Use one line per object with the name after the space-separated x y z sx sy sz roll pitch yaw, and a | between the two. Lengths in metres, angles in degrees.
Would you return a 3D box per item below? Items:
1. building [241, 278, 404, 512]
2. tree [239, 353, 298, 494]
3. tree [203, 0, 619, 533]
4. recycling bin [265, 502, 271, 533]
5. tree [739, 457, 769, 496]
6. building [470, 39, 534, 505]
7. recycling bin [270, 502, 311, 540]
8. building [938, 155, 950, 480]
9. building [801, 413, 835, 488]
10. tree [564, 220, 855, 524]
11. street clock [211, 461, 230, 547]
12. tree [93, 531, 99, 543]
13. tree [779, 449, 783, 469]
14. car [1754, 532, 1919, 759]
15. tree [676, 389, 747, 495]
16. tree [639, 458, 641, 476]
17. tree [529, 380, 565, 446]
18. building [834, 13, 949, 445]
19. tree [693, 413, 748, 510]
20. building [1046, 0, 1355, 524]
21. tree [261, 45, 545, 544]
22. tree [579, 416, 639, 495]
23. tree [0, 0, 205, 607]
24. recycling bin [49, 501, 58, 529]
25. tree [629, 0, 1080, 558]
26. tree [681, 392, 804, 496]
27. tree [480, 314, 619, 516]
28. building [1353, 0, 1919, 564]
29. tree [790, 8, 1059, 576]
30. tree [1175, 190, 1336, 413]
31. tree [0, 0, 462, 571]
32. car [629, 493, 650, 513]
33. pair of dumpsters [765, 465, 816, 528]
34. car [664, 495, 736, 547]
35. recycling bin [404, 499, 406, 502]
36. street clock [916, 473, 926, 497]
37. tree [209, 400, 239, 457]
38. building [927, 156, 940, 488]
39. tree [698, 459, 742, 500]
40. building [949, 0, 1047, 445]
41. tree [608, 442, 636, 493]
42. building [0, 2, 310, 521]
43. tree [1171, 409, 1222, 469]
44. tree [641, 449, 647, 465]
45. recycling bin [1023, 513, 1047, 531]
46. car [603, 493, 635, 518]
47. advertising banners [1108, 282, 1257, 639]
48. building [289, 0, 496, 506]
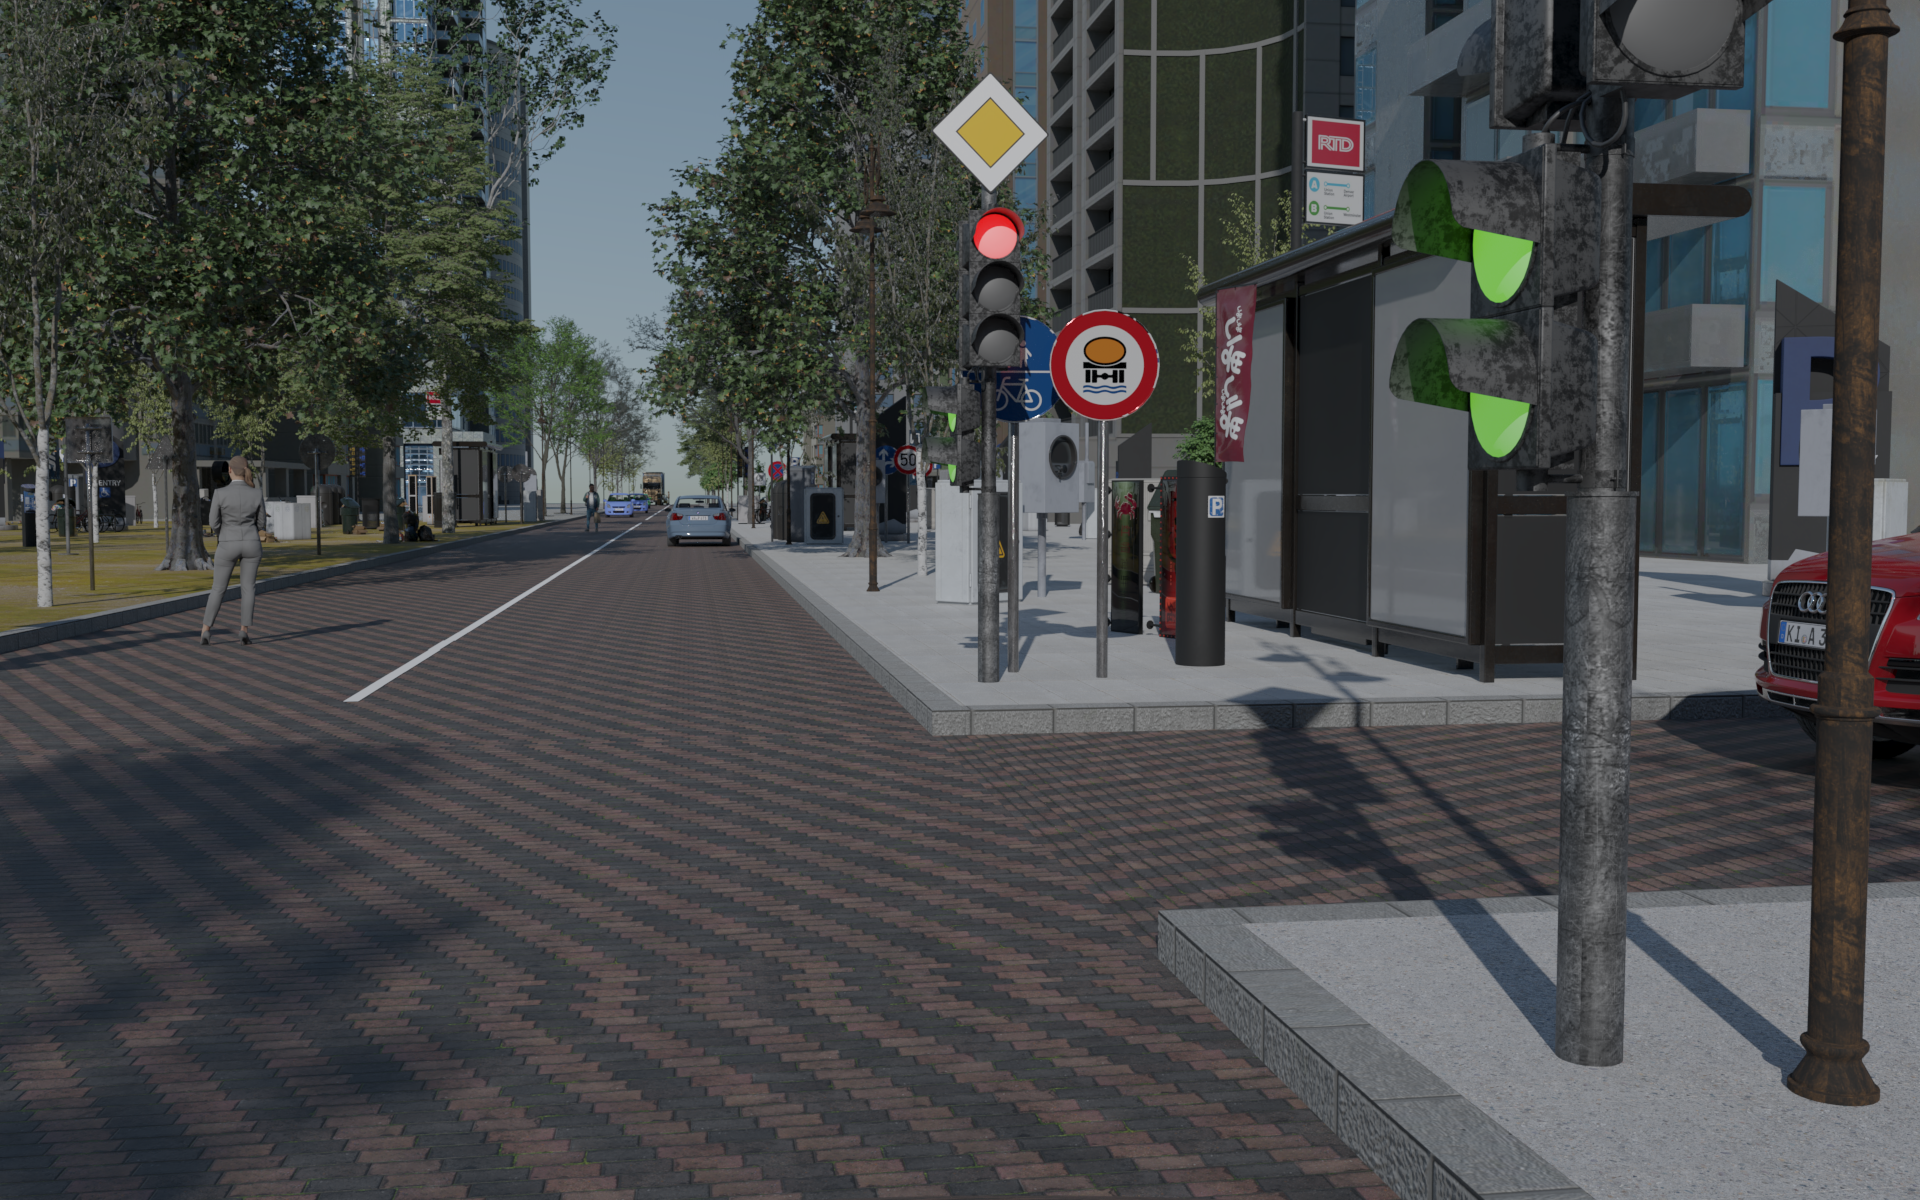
-54.788 -16.708 118.215 27.650 21.520 28.899 -1 4 -9 | building
-29.831 -7.508 73.118 4.737 8.622 4.395 0 3 0 | tree
-18.285 -12.298 56.962 12.611 20.169 13.585 0 3 0 | tree
-22.599 -2.739 57.344 0.722 1.027 0.722 0 4 -8 | recycling bin
-10.292 -5.763 88.823 1.663 3.219 1.824 0 3 0 | tree
-66.662 -41.508 220.662 21.231 58.520 28.212 -1 4 -9 | building
-18.815 -2.218 48.821 0.722 1.027 0.722 2 4 24 | recycling bin
5.230 -21.254 119.212 14.160 30.474 14.107 -1 4 -9 | building
-6.665 -23.786 233.946 27.650 21.520 28.899 -1 4 -9 | building
-9.030 -9.983 73.593 12.009 13.543 11.850 0 3 0 | tree
-16.052 -2.024 37.658 0.358 2.002 0.471 0 4 -1 | street clock
-23.075 -5.835 45.765 4.737 8.622 4.395 0 3 0 | tree
-5.465 -6.429 55.475 4.360 8.622 3.978 0 3 0 | tree
6.736 -0.014 8.908 5.304 1.827 2.281 -1 4 -10 | car
-24.402 -15.486 171.317 7.486 12.596 7.792 0 3 0 | tree
-36.633 -14.043 179.959 4.737 8.622 4.395 0 3 0 | tree
-28.833 -13.847 136.764 12.009 13.543 11.850 0 3 0 | tree
-4.219 -40.462 203.556 21.231 58.520 28.212 -1 4 -9 | building
-16.882 -10.666 124.750 4.737 8.622 4.395 0 3 0 | tree
13.908 -39.140 78.184 20.563 71.187 20.611 -1 4 -9 | building
-14.391 -7.718 44.316 7.486 12.596 7.792 0 3 0 | tree
-32.139 -12.462 154.112 4.737 8.622 4.395 0 3 0 | tree
-10.666 -4.232 19.562 4.360 8.622 3.978 0 3 0 | tree
-34.000 -3.163 64.272 0.722 1.027 0.722 1 4 16 | recycling bin
-2.036 -7.218 35.026 9.611 12.733 9.660 0 3 0 | tree
-13.584 -10.817 111.268 8.767 10.594 7.601 1 4 20 | tree
-23.827 -10.620 99.394 9.928 11.665 9.643 0 3 0 | tree
25.495 -25.803 41.488 30.456 49.044 23.786 -1 4 -9 | building
-0.567 -4.670 26.724 4.360 8.622 3.978 0 3 0 | tree
7.388 -5.559 41.251 4.737 8.622 4.395 0 3 0 | tree
-13.206 -6.861 29.184 9.611 12.733 9.660 0 3 0 | tree
-24.276 -7.368 130.064 1.945 1.707 3.694 -1 4 -10 | car
-5.960 -3.576 60.957 1.574 2.255 4.437 -1 4 -9 | pair of dumpsters
-7.304 -2.240 48.624 2.014 1.417 4.499 0 4 -7 | car
-26.581 -4.220 81.545 0.722 1.027 0.722 1 4 20 | recycling bin
-1.197 -2.991 53.470 0.358 2.002 0.471 -1 4 -13 | street clock
-30.743 -7.063 65.848 4.737 8.622 4.395 0 3 0 | tree
10.622 -27.378 139.508 32.217 40.220 23.993 -1 4 -9 | building
-19.644 -9.786 143.710 4.285 4.588 4.351 0 3 0 | tree
7.245 -27.795 104.555 14.600 45.320 14.200 -1 4 -9 | building
-42.688 -16.341 217.538 4.360 8.622 3.978 0 3 0 | tree
-52.658 -24.427 91.258 32.217 40.220 23.993 -1 4 -9 | building
9.373 -4.842 62.883 4.285 4.588 4.351 0 3 0 | tree
-45.309 -17.672 239.305 4.737 8.622 4.395 0 3 0 | tree
2.569 -2.906 60.073 0.722 1.027 0.722 -1 4 -21 | recycling bin
-20.911 -5.917 106.327 1.945 1.707 3.694 -1 4 -10 | car
1.913 -1.167 15.275 0.090 3.025 2.074 -2 4 -31 | advertising banners
-62.758 -53.690 190.498 22.319 86.520 31.000 -1 4 -9 | building
